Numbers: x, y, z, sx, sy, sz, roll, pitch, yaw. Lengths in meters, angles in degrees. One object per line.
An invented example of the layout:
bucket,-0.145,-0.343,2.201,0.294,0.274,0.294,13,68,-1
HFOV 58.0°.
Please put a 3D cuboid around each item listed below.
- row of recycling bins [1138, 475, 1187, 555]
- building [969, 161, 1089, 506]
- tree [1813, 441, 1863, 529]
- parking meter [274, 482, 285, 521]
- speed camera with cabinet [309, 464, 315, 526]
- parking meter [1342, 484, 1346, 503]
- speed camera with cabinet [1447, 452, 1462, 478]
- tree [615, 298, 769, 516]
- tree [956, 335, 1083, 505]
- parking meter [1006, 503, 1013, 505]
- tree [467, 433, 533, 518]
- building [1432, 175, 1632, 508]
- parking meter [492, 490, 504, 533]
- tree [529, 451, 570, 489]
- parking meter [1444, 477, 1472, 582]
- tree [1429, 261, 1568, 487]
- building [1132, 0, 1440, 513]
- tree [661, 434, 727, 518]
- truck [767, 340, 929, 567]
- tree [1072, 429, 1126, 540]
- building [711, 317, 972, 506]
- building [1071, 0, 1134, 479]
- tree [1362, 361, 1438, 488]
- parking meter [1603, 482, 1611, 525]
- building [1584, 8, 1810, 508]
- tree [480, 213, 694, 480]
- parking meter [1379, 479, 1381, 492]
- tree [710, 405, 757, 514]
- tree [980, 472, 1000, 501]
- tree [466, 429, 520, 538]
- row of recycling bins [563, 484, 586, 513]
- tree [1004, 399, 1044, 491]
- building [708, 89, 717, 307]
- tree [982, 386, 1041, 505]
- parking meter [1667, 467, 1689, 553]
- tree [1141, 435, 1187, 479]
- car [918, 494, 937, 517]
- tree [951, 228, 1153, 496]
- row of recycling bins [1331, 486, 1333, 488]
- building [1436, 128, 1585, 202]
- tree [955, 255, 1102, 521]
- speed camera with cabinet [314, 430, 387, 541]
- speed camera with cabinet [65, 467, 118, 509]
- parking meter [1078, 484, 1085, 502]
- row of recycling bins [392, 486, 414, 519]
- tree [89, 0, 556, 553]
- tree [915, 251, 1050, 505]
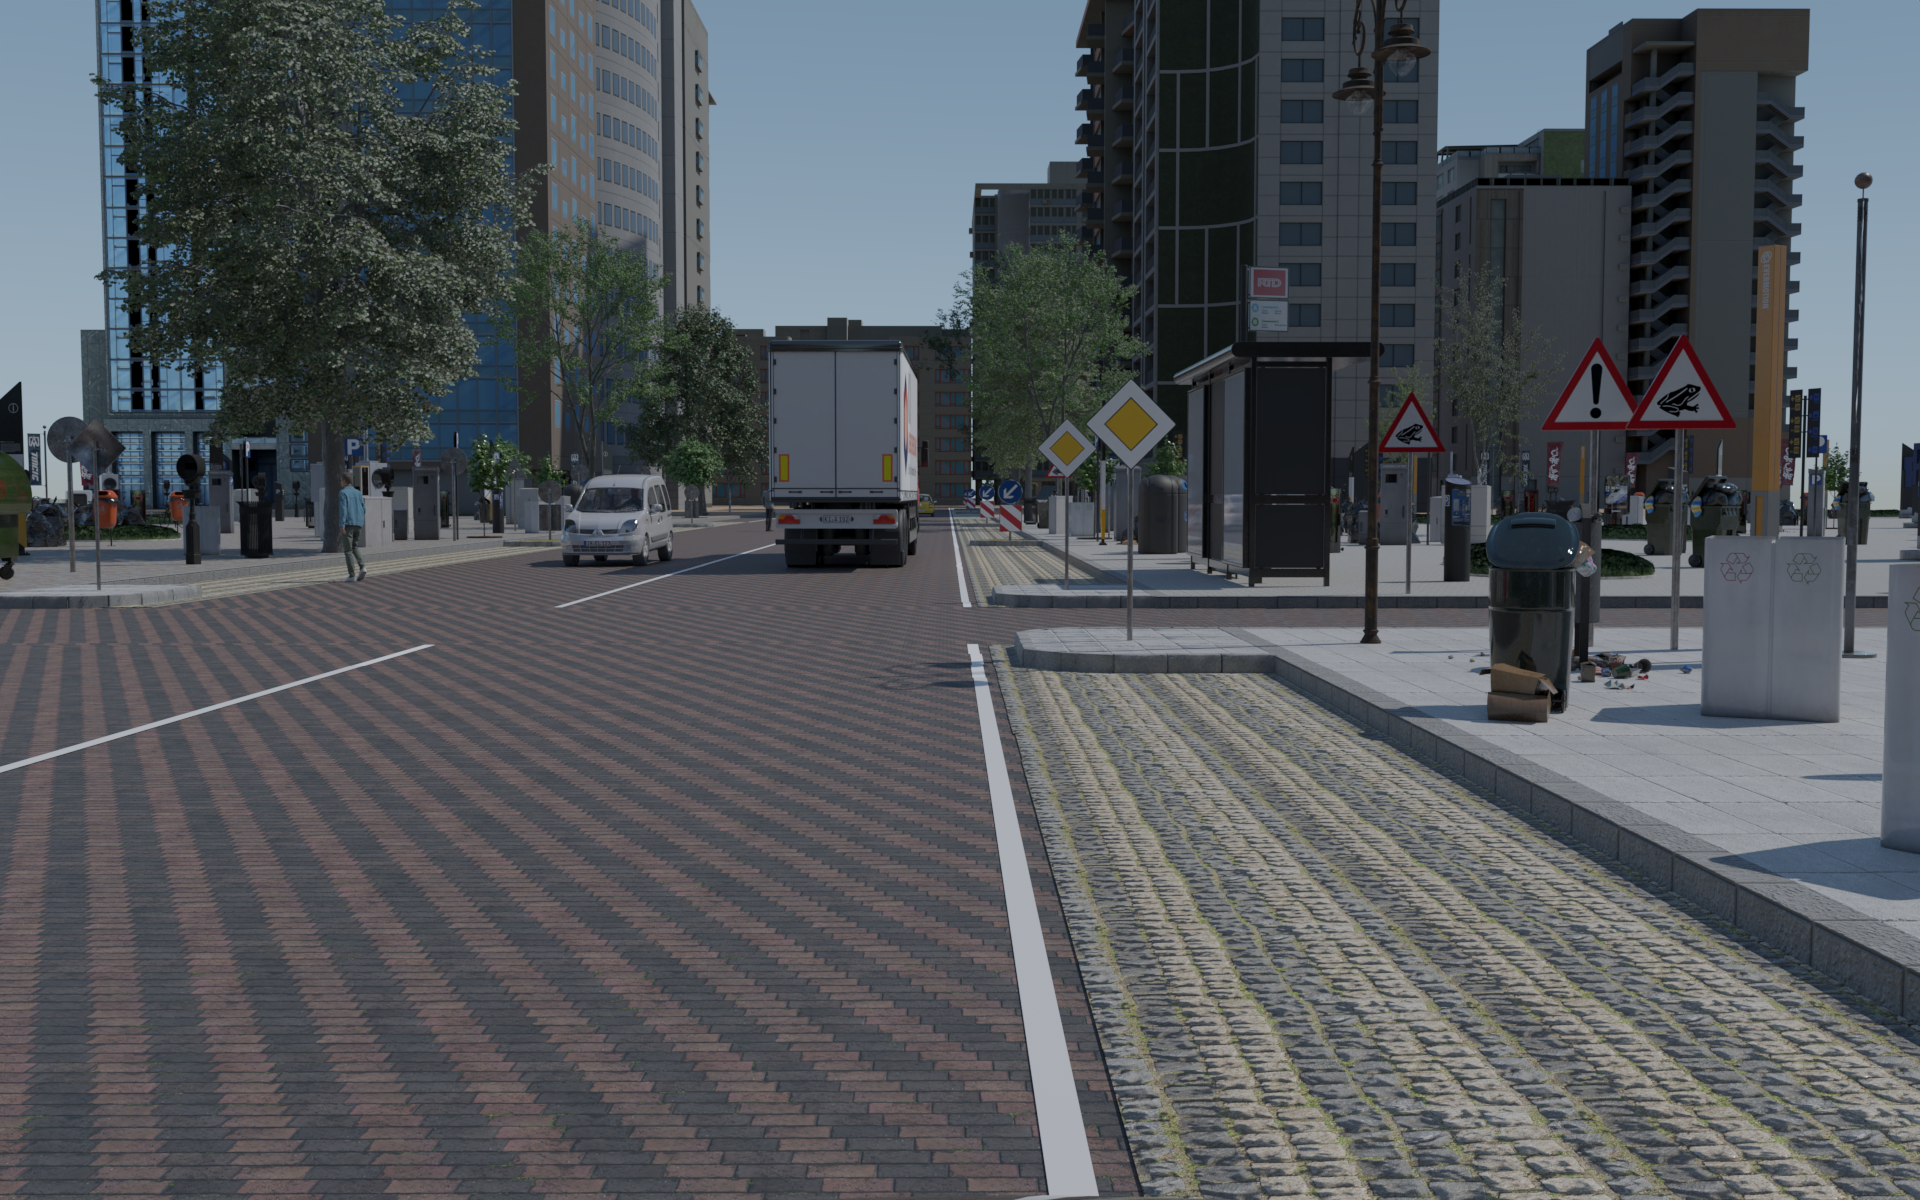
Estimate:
row of recycling bins,4.826,-1.906,38.277,1.069,1.692,3.534,2,4,28
building,13.150,-31.379,204.932,23.993,40.220,32.217,0,4,0
tree,32.187,-4.211,63.445,1.663,3.219,1.824,0,3,0
parking meter,-32.053,-4.641,81.599,0.399,1.863,0.255,0,4,2
speed camera with cabinet,-18.763,-3.468,51.030,0.660,3.252,2.038,-1,4,-15
parking meter,20.142,-5.167,90.188,0.399,1.863,0.255,-1,4,-14
speed camera with cabinet,22.879,-5.262,80.362,0.660,3.252,2.038,2,4,23
tree,-15.275,-11.284,101.509,9.611,12.733,9.660,0,3,0
tree,3.352,-9.719,93.313,7.601,10.594,8.767,0,4,-2
parking meter,2.503,-4.877,88.154,0.372,1.533,0.369,0,3,0
tree,-24.760,-6.688,93.059,4.285,4.588,4.351,0,3,0
building,52.383,-23.778,160.469,14.107,30.474,14.160,0,4,0
parking meter,-15.098,-2.948,56.608,0.372,1.533,0.369,0,3,0
tree,-18.297,-5.037,76.961,1.663,3.219,1.824,0,3,0
parking meter,7.303,-1.040,25.421,0.372,1.533,0.369,0,3,0
tree,16.556,-6.371,54.528,4.360,8.622,3.978,0,3,0
building,21.723,-42.040,125.607,20.563,71.187,20.611,0,4,0
tree,-14.140,-6.654,92.514,4.285,4.588,4.351,0,3,0
truck,-2.215,-2.951,37.171,2.839,4.237,11.283,0,4,1
tree,3.725,-3.338,49.176,1.663,3.219,1.824,0,3,0
building,-13.283,-21.941,203.777,28.899,21.520,27.650,0,4,0
building,21.449,-30.366,151.104,22.147,44.769,28.867,0,4,0
tree,24.549,-8.910,96.048,4.737,8.622,4.395,0,3,0
parking meter,26.435,-3.971,70.635,0.255,1.863,0.399,0,4,4
building,66.547,-31.102,158.627,14.200,45.320,14.600,0,4,0
tree,-14.181,-8.561,65.721,9.928,11.665,9.643,0,3,0
parking meter,14.833,-3.353,60.538,0.255,1.863,0.399,-1,4,-15
tree,-15.108,-9.978,113.508,4.737,8.622,4.395,0,3,0
tree,2.407,-9.527,150.365,1.663,3.219,1.824,0,3,0
tree,-13.934,-3.415,50.437,1.663,3.219,1.824,0,3,0
row of recycling bins,-14.821,-3.857,70.173,1.069,1.692,3.534,1,4,21
tree,4.186,-10.458,121.358,4.360,8.622,3.978,0,3,0
building,-41.748,-37.526,202.792,27.495,52.752,28.713,0,4,0
tree,3.384,-9.691,108.809,4.737,8.622,4.395,0,3,0
parking meter,15.527,-1.944,37.491,0.255,1.863,0.399,-2,4,-30
tree,6.493,-3.716,55.362,1.663,3.219,1.824,0,3,0
car,-2.469,-6.086,109.724,2.015,1.641,3.980,0,4,0
tree,3.809,-8.782,69.343,9.928,11.665,9.643,0,3,0
row of recycling bins,17.115,-4.678,83.593,1.069,1.692,3.534,-1,4,-12
building,61.874,-31.395,196.900,14.086,41.232,14.154,0,4,0
tree,3.480,-10.035,82.194,7.486,12.596,7.792,0,3,0
speed camera with cabinet,-16.782,-3.279,47.952,0.660,3.252,2.038,2,4,25
speed camera with cabinet,-37.992,-4.982,75.788,2.038,3.252,0.660,-2,4,-35
parking meter,5.438,-4.383,77.369,0.255,1.863,0.399,0,4,-3
row of recycling bins,-29.080,-5.079,90.158,1.069,1.692,3.534,-3,4,-38
tree,-13.612,-8.000,37.454,9.857,13.997,8.962,0,3,0
tree,2.547,-17.261,138.102,12.611,20.169,13.585,0,3,0
